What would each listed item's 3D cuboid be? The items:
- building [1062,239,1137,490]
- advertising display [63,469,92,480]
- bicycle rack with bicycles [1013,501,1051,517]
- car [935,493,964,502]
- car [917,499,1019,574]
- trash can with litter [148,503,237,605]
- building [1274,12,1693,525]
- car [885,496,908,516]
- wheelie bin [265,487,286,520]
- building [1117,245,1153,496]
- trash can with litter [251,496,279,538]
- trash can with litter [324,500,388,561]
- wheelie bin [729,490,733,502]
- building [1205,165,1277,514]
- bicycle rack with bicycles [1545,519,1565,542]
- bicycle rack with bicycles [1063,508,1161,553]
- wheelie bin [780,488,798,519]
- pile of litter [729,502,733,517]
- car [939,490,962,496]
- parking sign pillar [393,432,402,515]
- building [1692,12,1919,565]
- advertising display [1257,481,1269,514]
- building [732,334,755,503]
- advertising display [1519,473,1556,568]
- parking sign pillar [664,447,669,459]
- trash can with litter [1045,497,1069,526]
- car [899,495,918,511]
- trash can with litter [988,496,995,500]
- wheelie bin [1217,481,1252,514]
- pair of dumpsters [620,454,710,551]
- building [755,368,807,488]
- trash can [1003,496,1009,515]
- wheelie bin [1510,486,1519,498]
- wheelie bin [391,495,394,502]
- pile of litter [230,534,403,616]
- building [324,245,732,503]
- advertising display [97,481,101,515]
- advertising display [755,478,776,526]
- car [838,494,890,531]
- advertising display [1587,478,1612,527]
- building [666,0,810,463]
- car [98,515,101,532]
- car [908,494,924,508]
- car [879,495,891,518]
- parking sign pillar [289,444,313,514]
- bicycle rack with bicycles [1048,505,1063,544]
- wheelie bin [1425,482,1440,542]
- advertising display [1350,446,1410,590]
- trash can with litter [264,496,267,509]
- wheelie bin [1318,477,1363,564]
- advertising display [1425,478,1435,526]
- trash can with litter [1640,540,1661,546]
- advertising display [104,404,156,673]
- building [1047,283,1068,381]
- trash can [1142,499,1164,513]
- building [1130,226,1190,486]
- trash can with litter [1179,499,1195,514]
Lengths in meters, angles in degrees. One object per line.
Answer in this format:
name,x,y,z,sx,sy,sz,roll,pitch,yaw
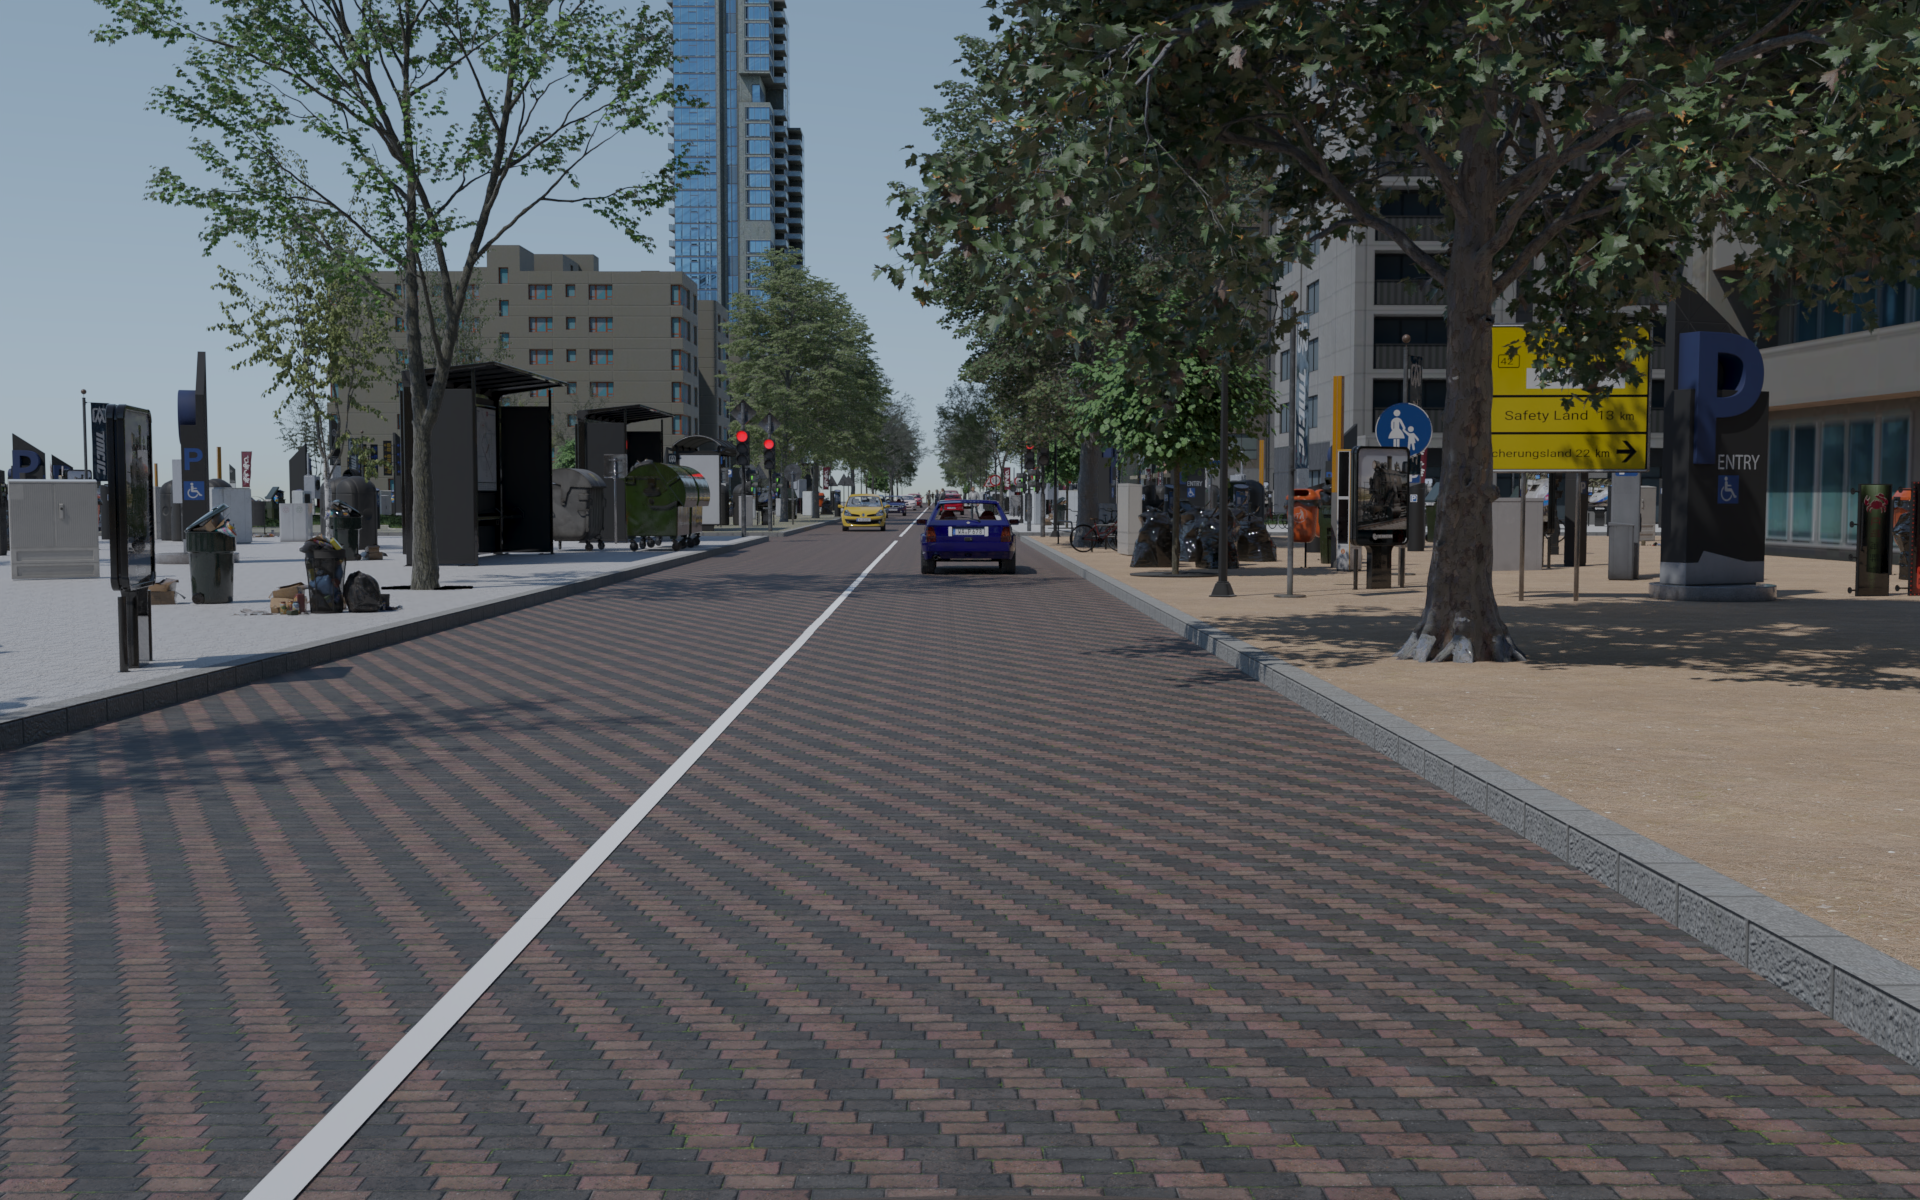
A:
building,26.678,-38.928,256.086,23.786,49.044,30.456,0,4,-1
advertising display,-23.016,-2.447,45.223,0.123,1.923,0.974,1,4,11
bicycle rack with bicycles,4.037,-5.101,96.791,2.852,0.926,2.925,0,4,4
car,-0.625,-6.694,118.494,2.155,1.783,4.494,0,4,-1
car,0.148,-1.212,32.395,1.945,1.354,3.894,0,3,0
trash can with litter,-8.987,-0.538,20.186,1.055,1.170,0.624,-1,4,-21
building,27.036,-39.268,80.281,20.611,71.187,20.563,0,4,-1
car,-4.371,-6.181,113.643,1.945,1.354,3.894,0,4,-1
wheelie bin,-28.724,-3.964,72.716,0.693,1.594,0.980,-3,5,-45
building,26.976,-53.037,179.823,22.319,86.520,31.000,0,4,-1
trash can with litter,-21.269,-2.467,51.393,2.233,1.210,1.678,0,4,-5
trash can with litter,-11.685,-1.353,33.517,0.624,1.170,1.055,3,5,43
wheelie bin,-16.239,-6.851,119.914,0.980,1.594,0.693,-2,4,-29
building,22.216,-20.888,113.215,14.160,30.474,14.107,0,4,-1
bicycle rack with bicycles,15.218,-2.033,46.616,2.852,0.926,2.925,-2,4,-29
bicycle rack with bicycles,4.106,-1.546,38.663,2.925,0.926,2.852,1,4,16
wheelie bin,-8.702,-4.880,87.702,0.980,1.594,0.693,-3,5,-40
pile of litter,-12.610,-5.103,97.399,1.176,0.858,1.719,0,4,4
car,-0.932,-9.804,168.974,2.281,1.827,5.304,0,4,0
parking sign pillar,-24.347,-5.376,76.371,1.447,3.967,1.447,2,4,26
building,26.596,-24.603,25.959,21.300,48.544,21.600,0,4,-1
advertising display,15.207,-5.067,88.061,0.974,1.923,0.123,0,4,-1
building,-36.737,-20.345,177.688,27.650,21.520,28.899,0,4,-1
advertising display,10.092,-1.536,30.328,0.123,1.923,0.974,-1,4,-14
parking sign pillar,-16.770,-6.795,99.571,1.447,3.967,1.447,-1,4,-18
trash can with litter,3.850,-3.618,70.547,1.055,1.170,0.624,-1,4,-22
car,-4.725,-8.471,150.866,2.083,1.381,4.827,0,4,-1
trash can with litter,2.245,-6.009,109.638,1.055,1.170,0.624,3,5,43
wheelie bin,6.891,-2.182,43.576,0.980,1.594,0.693,3,5,43
pair of dumpsters,-6.907,-2.336,40.685,1.574,2.255,4.437,0,4,-1
building,-36.582,-24.561,246.603,27.650,21.520,28.899,0,4,-1
trash can,2.912,-5.922,108.478,0.748,1.137,0.748,0,3,0
wheelie bin,32.510,-5.658,100.411,0.980,1.594,0.693,-3,4,-37
wheelie bin,-27.062,-4.657,84.043,0.980,1.594,0.693,-2,4,-30
pile of litter,-6.988,-0.299,18.854,1.719,0.858,1.176,-1,4,-14
building,-35.482,-18.582,148.848,27.650,21.520,28.899,0,4,-1
advertising display,-39.047,-4.441,77.825,0.123,1.923,0.974,2,4,27
advertising display,-7.932,-4.004,70.671,0.974,1.923,0.123,-3,5,-45
car,-3.748,-3.522,67.813,2.015,1.641,3.980,0,4,-2
advertising display,25.307,-3.869,68.472,0.974,1.923,0.123,3,4,36
building,-34.833,-58.883,275.414,22.319,86.520,31.000,0,4,-1
car,-29.851,-2.657,56.018,3.894,1.354,1.945,0,3,0
car,-4.858,-10.604,182.413,2.155,1.783,4.494,0,4,0
car,-5.154,-5.598,103.531,2.014,1.417,4.499,0,4,-2
parking sign pillar,-35.507,-6.409,93.257,1.447,3.967,1.447,2,4,29
bicycle rack with bicycles,3.631,-1.870,43.958,2.852,0.926,2.925,0,4,-7
wheelie bin,12.749,-2.327,45.952,0.693,1.594,0.980,-1,4,-12
advertising display,5.664,-1.110,23.368,0.974,1.923,0.123,-2,4,-30
trash can with litter,-40.096,-5.488,101.111,1.055,1.170,0.624,1,4,23
wheelie bin,6.996,-1.461,31.791,0.980,1.594,0.693,3,5,43
advertising display,18.488,-3.871,68.506,0.123,1.923,0.974,-1,4,-14
trash can with litter,17.600,-1.940,42.775,2.233,1.210,1.678,2,4,24
advertising display,-6.128,-0.466,12.832,0.123,1.923,0.974,-1,4,-14
building,24.630,-40.304,282.667,21.300,48.544,21.600,0,4,-1
trash can,5.288,-2.201,47.641,0.748,1.137,0.748,0,3,0
building,27.148,-30.328,150.489,22.147,44.769,28.867,0,4,-1
trash can with litter,11.014,-4.515,85.208,0.624,1.170,1.055,3,5,40
